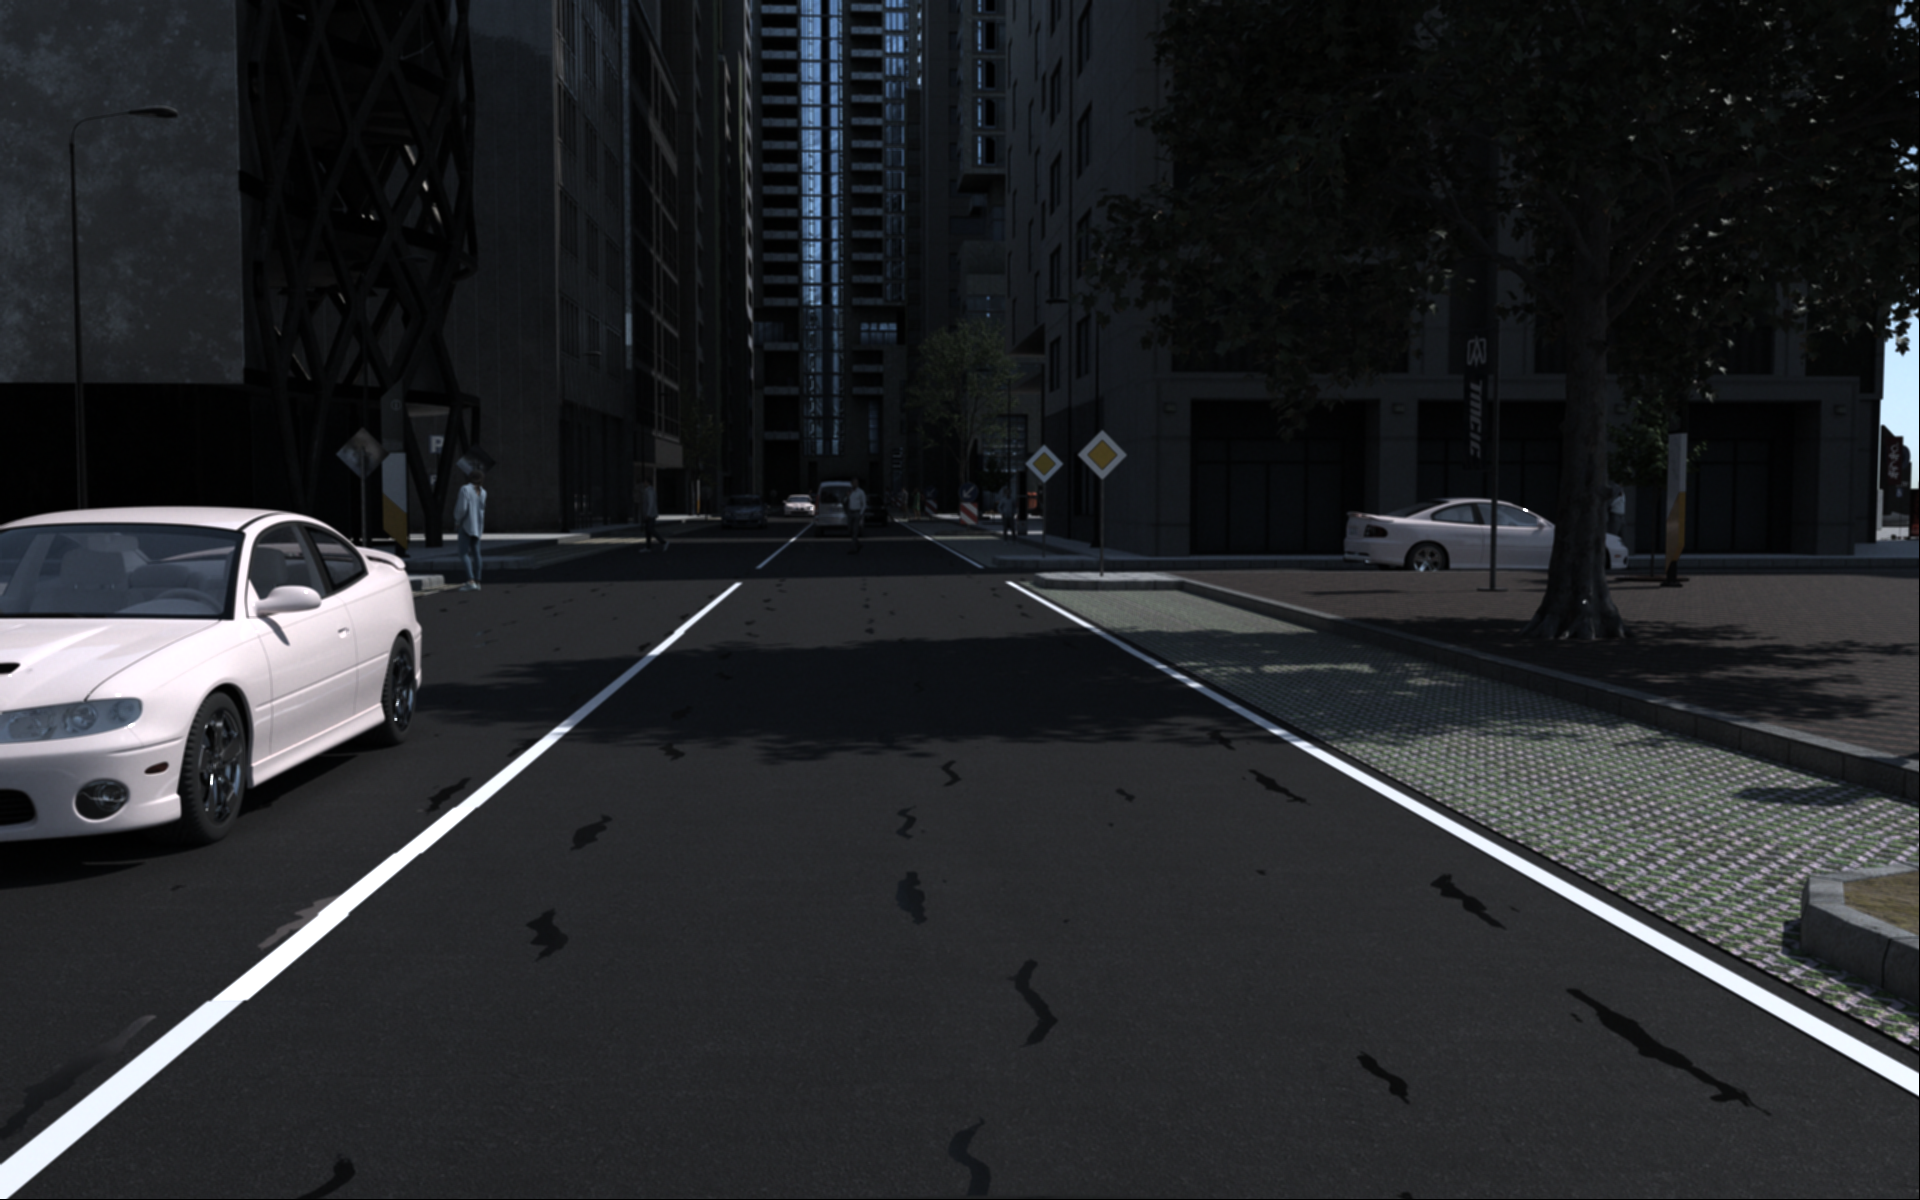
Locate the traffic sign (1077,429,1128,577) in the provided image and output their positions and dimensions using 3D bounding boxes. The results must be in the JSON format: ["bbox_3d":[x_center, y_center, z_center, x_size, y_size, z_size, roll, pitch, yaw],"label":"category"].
[{"bbox_3d":[2.202,-1.422,26.891,0.795,2.450,0.064,0,4,-4],"label":"traffic sign"}]

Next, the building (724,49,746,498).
[{"bbox_3d":[-26.728,-28.793,154.356,14.154,41.232,14.086,0,4,-4],"label":"building"}]

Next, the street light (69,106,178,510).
[{"bbox_3d":[-10.071,-2.956,20.878,1.470,5.913,1.316,0,4,-4],"label":"street light"}]

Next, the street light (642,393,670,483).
[{"bbox_3d":[-14.040,-6.553,79.686,1.470,5.913,1.316,0,4,-4],"label":"street light"}]

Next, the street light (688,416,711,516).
[{"bbox_3d":[-15.397,-7.950,102.530,1.470,5.913,1.316,0,4,-4],"label":"street light"}]

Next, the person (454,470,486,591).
[{"bbox_3d":[-7.270,-1.040,25.774,0.793,1.790,0.793,0,4,-8],"label":"person"}]

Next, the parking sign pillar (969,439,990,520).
[{"bbox_3d":[0.767,-5.902,84.975,1.447,3.967,1.447,-1,4,-13],"label":"parking sign pillar"}]

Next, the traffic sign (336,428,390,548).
[{"bbox_3d":[-9.021,-1.379,26.192,0.795,2.450,0.064,0,4,-4],"label":"traffic sign"}]

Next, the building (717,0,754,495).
[{"bbox_3d":[-35.031,-38.562,172.495,28.212,58.520,21.231,0,4,-4],"label":"building"}]

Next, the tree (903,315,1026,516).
[{"bbox_3d":[0.164,-10.693,100.586,9.928,11.665,9.643,0,3,0],"label":"tree"}]

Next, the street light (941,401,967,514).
[{"bbox_3d":[-0.222,-6.996,86.919,1.470,5.913,1.316,0,4,-4],"label":"street light"}]

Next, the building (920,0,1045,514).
[{"bbox_3d":[8.602,-49.783,126.625,22.319,86.520,31.000,0,4,-4],"label":"building"}]

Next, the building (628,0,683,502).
[{"bbox_3d":[-22.431,-18.014,88.044,14.314,27.812,24.014,0,4,-4],"label":"building"}]

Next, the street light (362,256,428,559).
[{"bbox_3d":[-11.065,-3.752,33.880,1.470,5.913,1.316,0,4,-4],"label":"street light"}]

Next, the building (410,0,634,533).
[{"bbox_3d":[-19.751,-15.136,65.504,12.078,24.808,19.932,0,4,-4],"label":"building"}]

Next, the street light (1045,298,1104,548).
[{"bbox_3d":[2.723,-4.202,41.246,1.470,5.913,1.316,0,4,-4],"label":"street light"}]

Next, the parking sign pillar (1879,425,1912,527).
[{"bbox_3d":[36.609,-4.852,67.794,1.447,3.967,1.447,-2,4,-25],"label":"parking sign pillar"}]

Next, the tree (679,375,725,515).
[{"bbox_3d":[-16.391,-9.544,106.407,4.737,8.622,4.395,0,3,0],"label":"tree"}]

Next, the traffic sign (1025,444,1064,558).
[{"bbox_3d":[1.689,-1.909,34.859,0.795,2.450,0.064,0,4,-4],"label":"traffic sign"}]

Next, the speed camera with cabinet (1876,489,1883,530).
[{"bbox_3d":[31.741,-4.076,60.973,2.038,3.252,0.660,-3,4,-36],"label":"speed camera with cabinet"}]

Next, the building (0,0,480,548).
[{"bbox_3d":[-20.657,-10.655,41.659,16.820,18.784,16.811,0,4,-4],"label":"building"}]

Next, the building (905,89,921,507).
[{"bbox_3d":[1.344,-30.296,178.940,14.154,41.232,14.086,0,4,-4],"label":"building"}]

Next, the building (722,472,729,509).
[{"bbox_3d":[-34.549,-27.032,133.857,32.217,40.220,23.993,0,4,-4],"label":"building"}]

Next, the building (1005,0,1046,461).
[{"bbox_3d":[16.625,-30.000,79.733,28.713,52.752,27.495,0,4,-4],"label":"building"}]

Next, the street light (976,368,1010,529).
[{"bbox_3d":[1.277,-5.599,64.084,1.470,5.913,1.316,0,4,-4],"label":"street light"}]

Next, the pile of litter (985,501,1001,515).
[{"bbox_3d":[2.081,-5.796,108.722,1.176,0.858,1.719,1,4,16],"label":"pile of litter"}]

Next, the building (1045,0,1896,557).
[{"bbox_3d":[13.507,-37.042,43.882,20.611,71.187,20.563,0,4,-4],"label":"building"}]

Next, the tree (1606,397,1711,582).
[{"bbox_3d":[10.419,-1.903,25.711,1.663,3.219,1.824,0,3,0],"label":"tree"}]

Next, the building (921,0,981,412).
[{"bbox_3d":[6.931,-37.648,157.545,21.231,58.520,28.212,0,4,-4],"label":"building"}]

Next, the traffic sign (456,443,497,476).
[{"bbox_3d":[-9.533,-1.867,34.161,0.795,2.450,0.064,0,4,-4],"label":"traffic sign"}]

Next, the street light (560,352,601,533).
[{"bbox_3d":[-12.424,-5.149,56.724,1.470,5.913,1.316,0,4,-4],"label":"street light"}]

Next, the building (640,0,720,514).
[{"bbox_3d":[-23.500,-26.393,115.121,14.154,41.232,14.086,0,4,-4],"label":"building"}]

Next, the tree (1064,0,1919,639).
[{"bbox_3d":[5.741,-6.016,15.373,9.611,12.733,9.660,0,3,0],"label":"tree"}]

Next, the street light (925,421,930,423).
[{"bbox_3d":[-1.532,-8.402,109.918,1.470,5.913,1.316,0,4,-4],"label":"street light"}]

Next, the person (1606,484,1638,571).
[{"bbox_3d":[12.065,-1.427,31.930,0.850,1.850,0.679,2,4,34],"label":"person"}]

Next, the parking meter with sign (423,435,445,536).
[{"bbox_3d":[-15.833,-3.412,52.049,0.543,3.016,1.738,-2,4,-27],"label":"parking meter with sign"}]

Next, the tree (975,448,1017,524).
[{"bbox_3d":[1.338,-4.854,73.968,1.663,3.219,1.824,0,3,0],"label":"tree"}]

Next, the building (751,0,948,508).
[{"bbox_3d":[-17.770,-54.430,202.601,31.000,86.520,22.319,0,4,-4],"label":"building"}]
